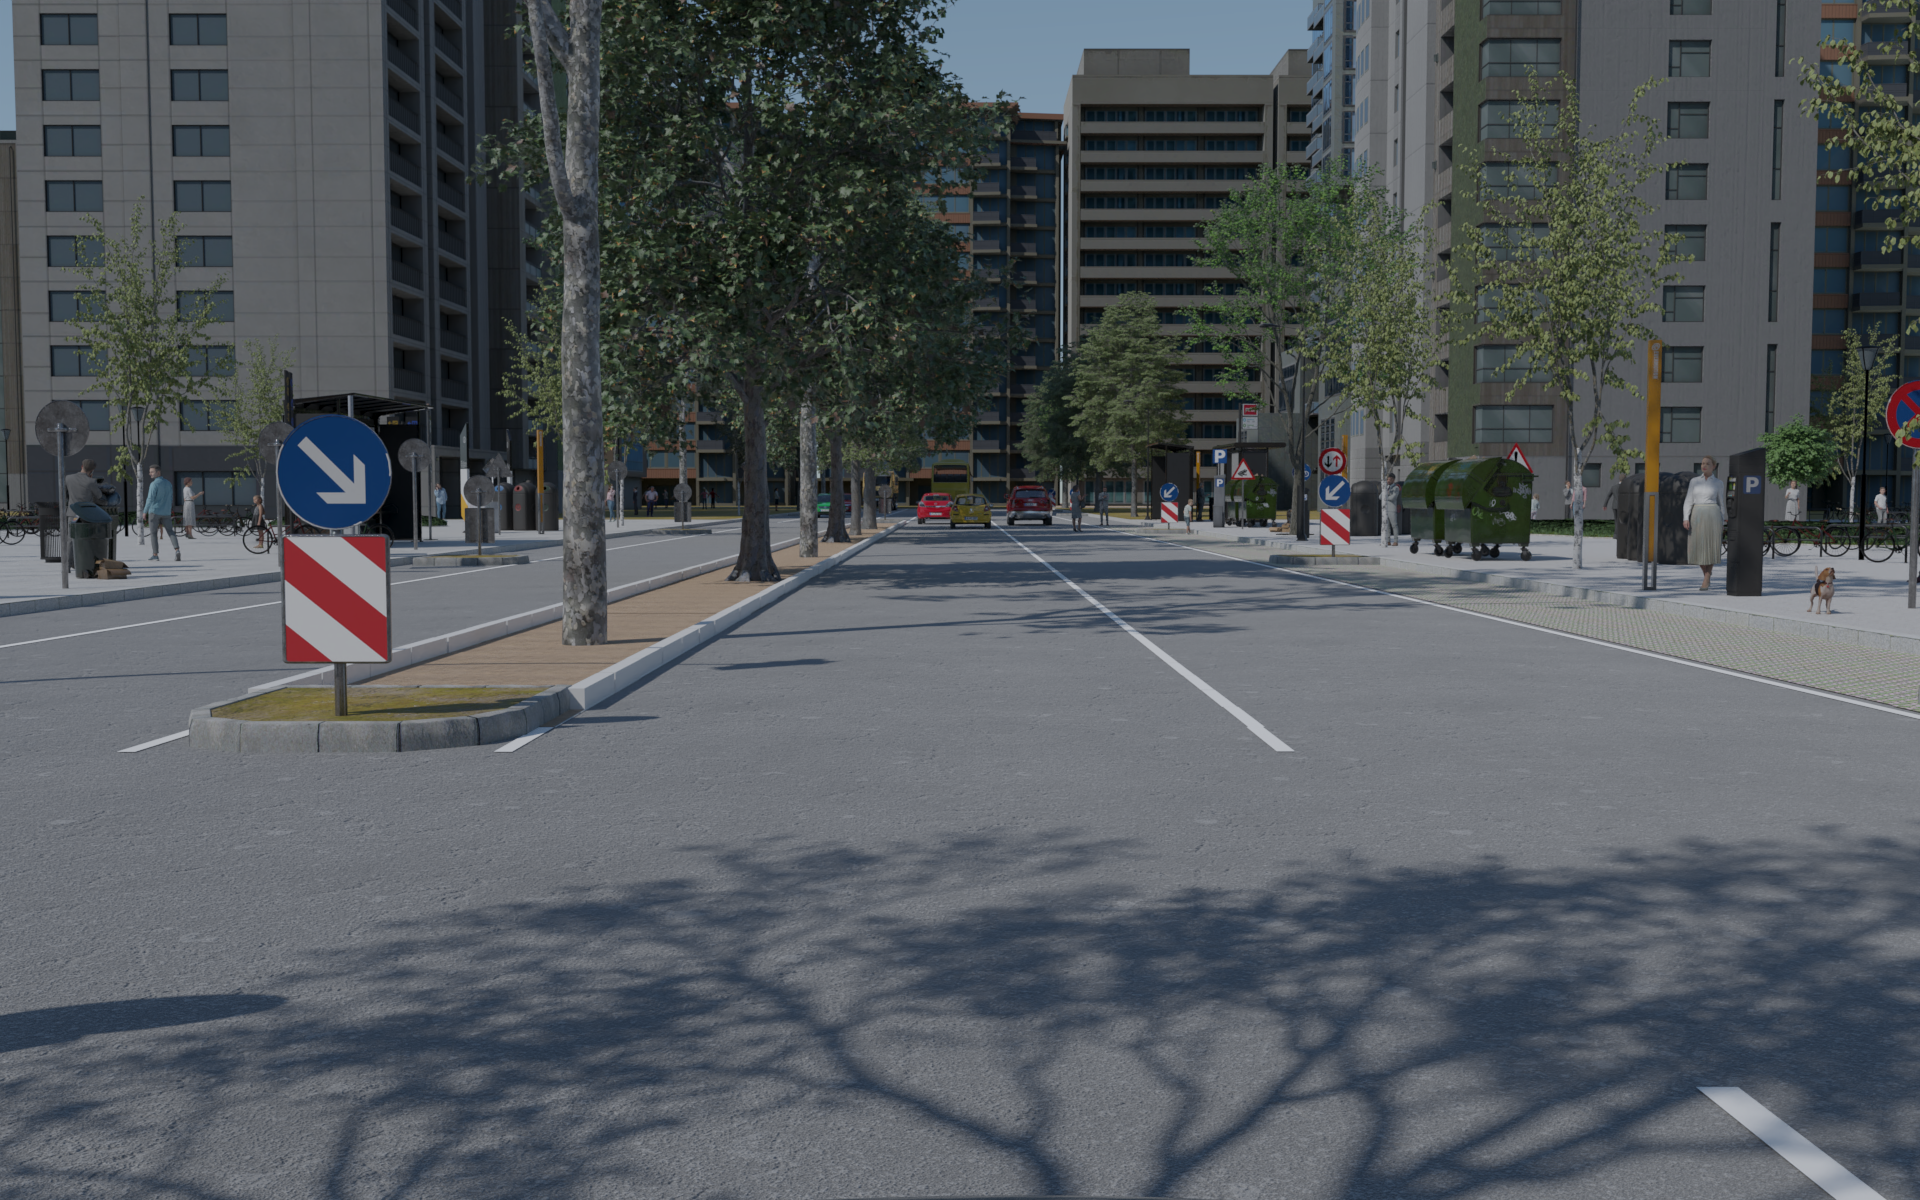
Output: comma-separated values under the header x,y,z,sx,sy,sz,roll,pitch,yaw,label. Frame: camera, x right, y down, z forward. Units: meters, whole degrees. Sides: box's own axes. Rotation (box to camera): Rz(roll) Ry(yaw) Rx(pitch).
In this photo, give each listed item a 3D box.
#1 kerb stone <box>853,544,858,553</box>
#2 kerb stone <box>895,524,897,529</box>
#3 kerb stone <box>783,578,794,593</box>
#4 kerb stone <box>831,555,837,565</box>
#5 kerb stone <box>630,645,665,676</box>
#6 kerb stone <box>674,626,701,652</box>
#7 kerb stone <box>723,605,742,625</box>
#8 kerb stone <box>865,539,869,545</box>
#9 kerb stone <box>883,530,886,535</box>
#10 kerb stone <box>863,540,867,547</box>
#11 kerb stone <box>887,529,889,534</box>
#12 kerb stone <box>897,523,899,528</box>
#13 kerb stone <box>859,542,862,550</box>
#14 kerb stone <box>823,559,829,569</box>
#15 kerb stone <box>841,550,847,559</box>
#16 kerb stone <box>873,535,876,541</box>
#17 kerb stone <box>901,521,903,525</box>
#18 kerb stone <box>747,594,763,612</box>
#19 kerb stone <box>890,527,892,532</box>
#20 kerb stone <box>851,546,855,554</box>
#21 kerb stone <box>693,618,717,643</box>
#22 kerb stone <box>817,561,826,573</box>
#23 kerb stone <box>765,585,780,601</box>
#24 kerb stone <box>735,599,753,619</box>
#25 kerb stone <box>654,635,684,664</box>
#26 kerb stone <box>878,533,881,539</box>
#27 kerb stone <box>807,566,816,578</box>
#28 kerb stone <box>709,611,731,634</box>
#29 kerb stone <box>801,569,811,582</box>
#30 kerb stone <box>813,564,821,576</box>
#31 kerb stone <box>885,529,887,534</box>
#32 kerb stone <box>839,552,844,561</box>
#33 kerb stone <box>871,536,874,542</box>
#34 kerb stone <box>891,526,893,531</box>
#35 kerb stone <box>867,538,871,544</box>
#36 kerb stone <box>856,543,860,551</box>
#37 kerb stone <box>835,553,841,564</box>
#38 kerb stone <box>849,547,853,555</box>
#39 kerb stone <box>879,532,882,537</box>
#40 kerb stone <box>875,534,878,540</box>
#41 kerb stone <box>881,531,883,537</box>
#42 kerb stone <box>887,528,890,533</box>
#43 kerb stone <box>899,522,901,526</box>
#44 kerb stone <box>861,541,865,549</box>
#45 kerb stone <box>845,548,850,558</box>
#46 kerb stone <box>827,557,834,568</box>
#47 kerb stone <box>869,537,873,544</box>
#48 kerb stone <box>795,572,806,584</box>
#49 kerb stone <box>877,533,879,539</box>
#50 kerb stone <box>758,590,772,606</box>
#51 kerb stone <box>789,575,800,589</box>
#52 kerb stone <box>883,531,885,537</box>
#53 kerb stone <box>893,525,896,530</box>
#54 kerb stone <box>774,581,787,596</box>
x,y,z,sx,sy,sz,roll,pitch,yaw,label
-2.602,-1.189,41.641,0.120,0.150,1.000,0,3,0,kerb stone
-2.663,-2.818,68.272,0.120,0.150,1.000,0,3,0,kerb stone
-2.568,-0.188,25.262,0.120,0.150,1.000,0,3,0,kerb stone
-2.593,-0.751,34.478,0.120,0.150,1.000,0,3,0,kerb stone
-2.548,0.502,13.986,0.120,0.150,1.000,0,3,0,kerb stone
-2.553,0.378,16.040,0.120,0.150,1.000,0,3,0,kerb stone
-2.554,0.188,19.116,0.120,0.150,1.000,0,3,0,kerb stone
-2.612,-1.503,46.768,0.120,0.150,1.000,0,3,0,kerb stone
-2.639,-2.191,58.029,0.120,0.150,1.000,0,3,0,kerb stone
-2.605,-1.440,45.742,0.120,0.150,1.000,0,3,0,kerb stone
-2.638,-2.317,60.074,0.120,0.150,1.000,0,3,0,kerb stone
-2.661,-2.944,70.323,0.120,0.150,1.000,0,3,0,kerb stone
-2.611,-1.314,43.687,0.120,0.150,1.000,0,3,0,kerb stone
-2.591,-0.625,32.420,0.120,0.150,1.000,0,3,0,kerb stone
-2.590,-0.935,37.548,0.120,0.150,1.000,0,3,0,kerb stone
-2.627,-1.753,50.861,0.120,0.150,1.000,0,3,0,kerb stone
-2.673,-3.256,75.440,0.120,0.150,1.000,0,3,0,kerb stone
-2.560,0.063,21.167,0.120,0.150,1.000,0,3,0,kerb stone
-2.650,-2.503,63.151,0.120,0.150,1.000,0,3,0,kerb stone
-2.601,-1.127,40.619,0.120,0.150,1.000,0,3,0,kerb stone
-2.549,0.314,17.066,0.120,0.150,1.000,0,3,0,kerb stone
-2.577,-0.563,31.396,0.120,0.150,1.000,0,3,0,kerb stone
-2.562,-0.062,23.217,0.120,0.150,1.000,0,3,0,kerb stone
-2.552,0.126,20.138,0.120,0.150,1.000,0,3,0,kerb stone
-2.550,0.440,15.008,0.120,0.150,1.000,0,3,0,kerb stone
-2.631,-1.941,53.934,0.120,0.150,1.000,0,3,0,kerb stone
-2.586,-0.437,29.351,0.120,0.150,1.000,0,3,0,kerb stone
-2.547,0.251,18.091,0.120,0.150,1.000,0,3,0,kerb stone
-2.575,-0.375,28.329,0.120,0.150,1.000,0,3,0,kerb stone
-2.584,-0.497,30.373,0.120,0.150,1.000,0,3,0,kerb stone
-2.639,-2.254,59.052,0.120,0.150,1.000,0,3,0,kerb stone
-2.599,-0.876,36.522,0.120,0.150,1.000,0,3,0,kerb stone
-2.622,-1.687,49.837,0.120,0.150,1.000,0,3,0,kerb stone
-2.657,-2.568,64.180,0.120,0.150,1.000,0,3,0,kerb stone
-2.619,-1.565,47.790,0.120,0.150,1.000,0,3,0,kerb stone
-2.608,-1.250,42.665,0.120,0.150,1.000,0,3,0,kerb stone
-2.583,-0.814,35.500,0.120,0.150,1.000,0,3,0,kerb stone
-2.599,-1.064,39.596,0.120,0.150,1.000,0,3,0,kerb stone
-2.634,-2.004,54.960,0.120,0.150,1.000,0,3,0,kerb stone
-2.629,-1.816,51.883,0.120,0.150,1.000,0,3,0,kerb stone
-2.639,-2.067,55.985,0.120,0.150,1.000,0,3,0,kerb stone
-2.647,-2.379,61.098,0.120,0.150,1.000,0,3,0,kerb stone
-2.675,-3.131,73.393,0.120,0.150,1.000,0,3,0,kerb stone
-2.607,-1.375,44.710,0.120,0.150,1.000,0,3,0,kerb stone
-2.593,-1.002,38.570,0.120,0.150,1.000,0,3,0,kerb stone
-2.584,-0.688,33.448,0.120,0.150,1.000,0,3,0,kerb stone
-2.621,-1.628,48.812,0.120,0.150,1.000,0,3,0,kerb stone
-2.574,-0.309,27.307,0.120,0.150,1.000,0,3,0,kerb stone
-2.629,-1.879,52.912,0.120,0.150,1.000,0,3,0,kerb stone
-2.557,0.004,22.189,0.120,0.150,1.000,0,3,0,kerb stone
-2.569,-0.250,26.284,0.120,0.150,1.000,0,3,0,kerb stone
-2.638,-2.124,57.007,0.120,0.150,1.000,0,3,0,kerb stone
-2.653,-2.756,67.250,0.120,0.150,1.000,0,3,0,kerb stone
-2.571,-0.125,24.239,0.120,0.150,1.000,0,3,0,kerb stone
